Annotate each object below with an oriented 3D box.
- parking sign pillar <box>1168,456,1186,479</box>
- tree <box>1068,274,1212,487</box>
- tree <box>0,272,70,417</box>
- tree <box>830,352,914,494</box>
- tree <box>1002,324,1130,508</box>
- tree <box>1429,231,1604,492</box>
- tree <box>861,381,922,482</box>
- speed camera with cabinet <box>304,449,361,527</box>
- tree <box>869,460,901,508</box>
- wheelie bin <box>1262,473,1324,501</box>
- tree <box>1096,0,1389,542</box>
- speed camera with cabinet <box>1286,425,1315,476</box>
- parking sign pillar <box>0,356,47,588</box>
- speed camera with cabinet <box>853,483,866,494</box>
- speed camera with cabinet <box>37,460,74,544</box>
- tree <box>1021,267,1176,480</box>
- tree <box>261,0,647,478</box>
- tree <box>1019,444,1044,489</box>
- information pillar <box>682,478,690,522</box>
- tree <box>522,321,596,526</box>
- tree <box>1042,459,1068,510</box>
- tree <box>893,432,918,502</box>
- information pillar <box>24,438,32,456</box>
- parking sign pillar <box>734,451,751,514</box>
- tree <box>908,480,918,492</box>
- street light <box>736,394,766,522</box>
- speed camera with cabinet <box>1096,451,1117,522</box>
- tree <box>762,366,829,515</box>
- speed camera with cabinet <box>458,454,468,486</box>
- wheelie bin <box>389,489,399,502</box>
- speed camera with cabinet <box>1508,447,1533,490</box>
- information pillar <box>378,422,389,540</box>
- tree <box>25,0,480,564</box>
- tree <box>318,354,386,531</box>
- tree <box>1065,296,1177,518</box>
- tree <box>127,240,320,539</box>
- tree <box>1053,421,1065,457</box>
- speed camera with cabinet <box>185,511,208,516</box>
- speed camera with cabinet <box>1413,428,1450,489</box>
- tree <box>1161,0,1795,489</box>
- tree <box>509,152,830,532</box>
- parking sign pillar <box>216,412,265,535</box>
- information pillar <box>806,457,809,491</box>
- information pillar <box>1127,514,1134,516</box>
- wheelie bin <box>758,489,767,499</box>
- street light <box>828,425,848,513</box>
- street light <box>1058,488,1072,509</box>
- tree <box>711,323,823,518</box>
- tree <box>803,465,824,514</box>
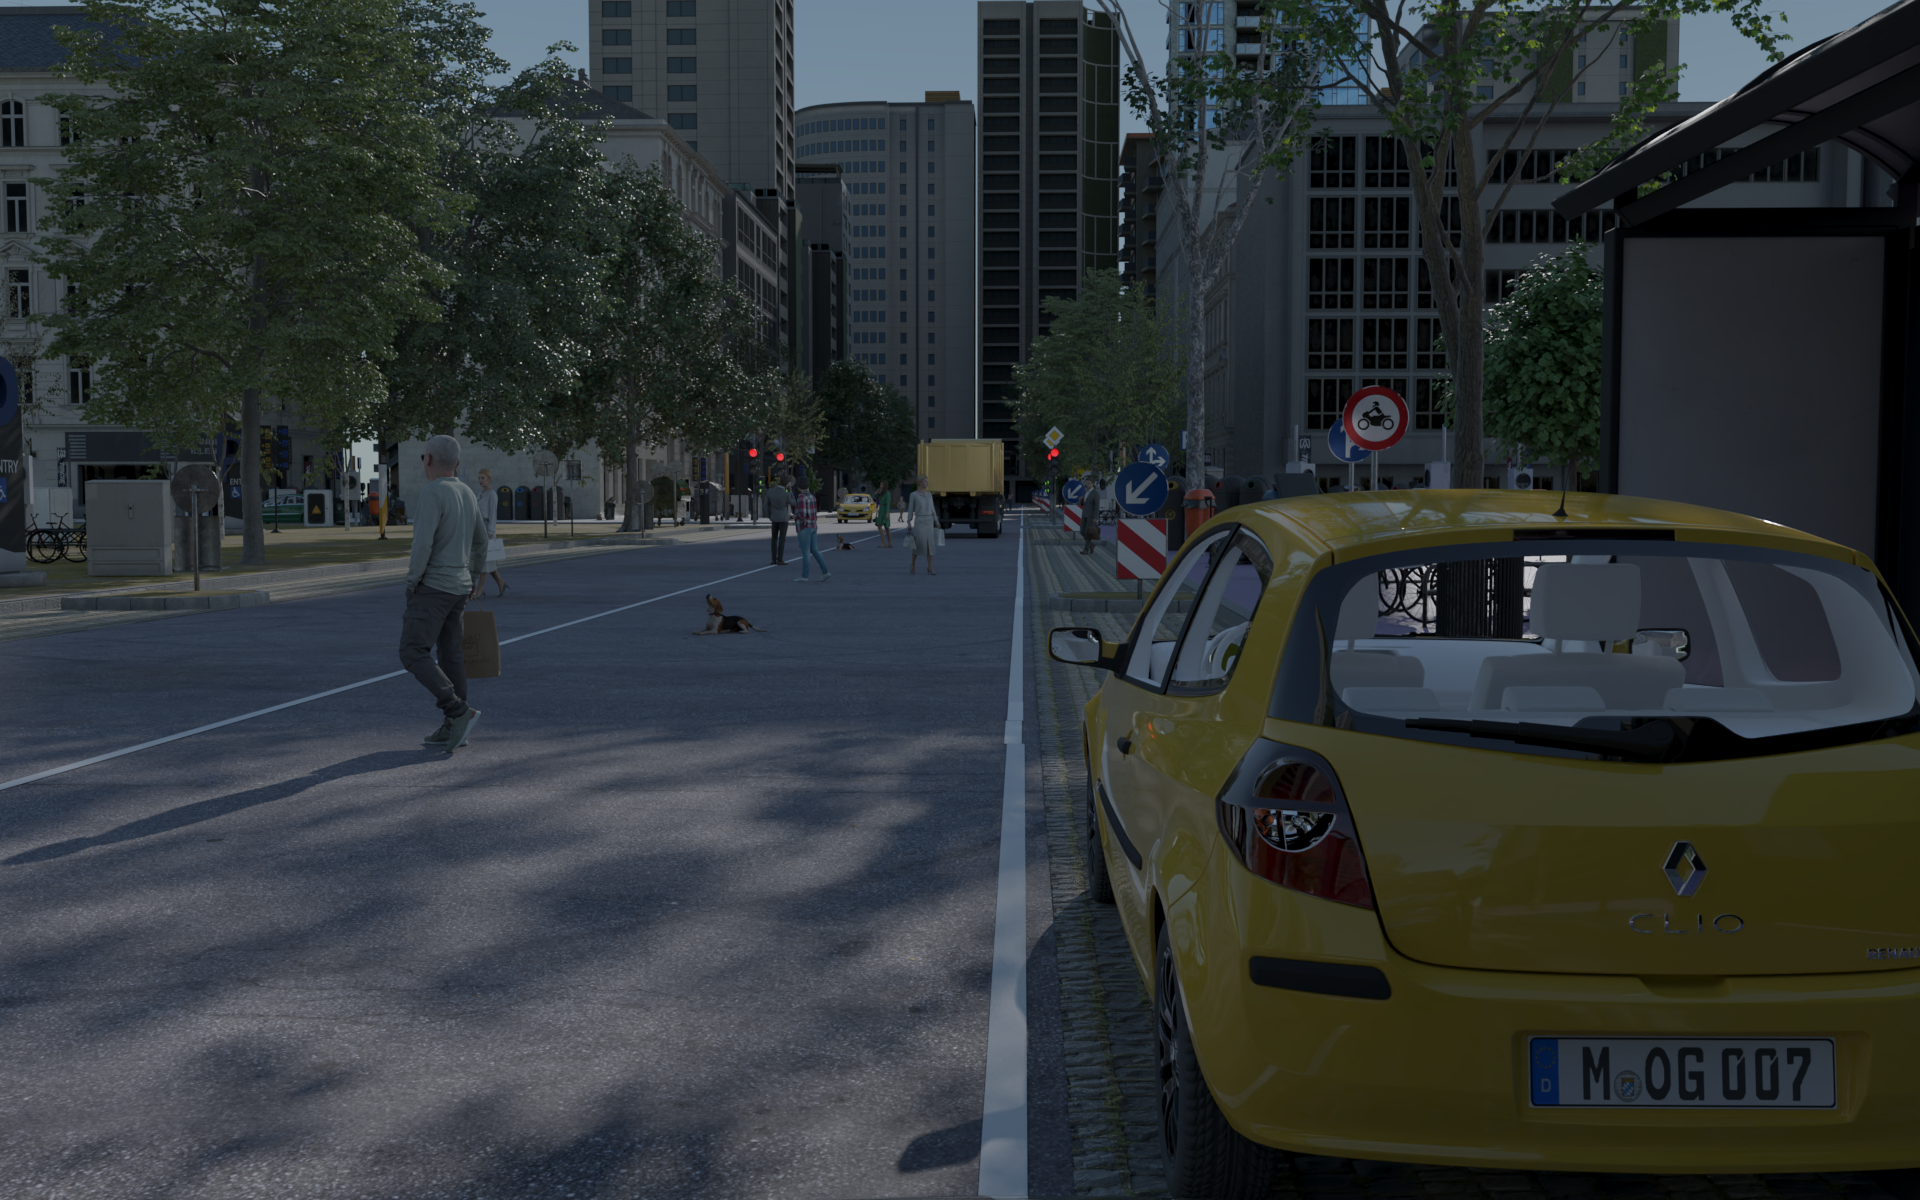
[{"bbox_3d":[13.424,-7.199,106.174,1.447,3.967,1.447,-2,4,-26],"label":"parking sign pillar"},{"bbox_3d":[6.027,-6.562,57.653,4.737,8.622,4.395,0,3,0],"label":"tree"},{"bbox_3d":[-31.240,-6.440,55.649,4.360,8.622,3.978,0,3,0],"label":"tree"},{"bbox_3d":[-8.915,-13.664,140.417,9.611,12.733,9.660,0,3,0],"label":"tree"},{"bbox_3d":[8.144,-13.244,123.189,9.857,13.997,8.962,0,3,0],"label":"tree"},{"bbox_3d":[7.747,-2.321,21.661,4.285,4.588,4.351,0,3,0],"label":"tree"},{"bbox_3d":[-7.209,-15.685,174.571,7.486,12.596,7.792,0,3,0],"label":"tree"},{"bbox_3d":[-24.435,-4.469,67.409,2.038,3.252,0.660,-1,4,-11],"label":"speed camera with cabinet"},{"bbox_3d":[-7.163,-11.024,163.957,4.285,4.588,4.351,0,3,0],"label":"tree"},{"bbox_3d":[4.987,-1.110,26.060,0.980,1.594,0.693,-1,4,-13],"label":"wheelie bin"},{"bbox_3d":[6.227,-10.950,34.929,12.611,20.169,13.585,0,3,0],"label":"tree"},{"bbox_3d":[9.205,-3.340,48.943,2.038,3.252,0.660,-3,5,-42],"label":"speed camera with cabinet"},{"bbox_3d":[-13.513,-2.171,23.961,1.447,3.967,1.447,0,4,-1],"label":"parking sign pillar"},{"bbox_3d":[-9.356,-9.823,154.946,2.038,3.252,0.660,-3,4,-38],"label":"speed camera with cabinet"},{"bbox_3d":[-22.984,-3.000,43.380,2.038,3.252,0.660,3,4,38],"label":"speed camera with cabinet"},{"bbox_3d":[6.901,-10.301,86.547,7.486,12.596,7.792,0,3,0],"label":"tree"},{"bbox_3d":[-12.507,-8.274,41.941,9.857,13.997,8.962,0,3,0],"label":"tree"},{"bbox_3d":[12.521,-18.943,226.729,9.611,12.733,9.660,0,3,0],"label":"tree"},{"bbox_3d":[-12.804,-4.675,80.927,0.304,2.012,0.304,-2,4,-24],"label":"information pillar"},{"bbox_3d":[-16.230,-7.267,69.170,4.360,8.622,3.978,0,3,0],"label":"tree"},{"bbox_3d":[9.047,-9.814,144.166,4.285,4.588,4.351,0,3,0],"label":"tree"},{"bbox_3d":[-6.353,-14.585,188.828,4.360,8.622,3.978,0,3,0],"label":"tree"},{"bbox_3d":[-38.856,-4.945,72.201,0.504,3.616,0.183,1,4,19],"label":"information pillar"},{"bbox_3d":[-13.913,-7.439,110.106,1.447,3.967,1.447,-2,4,-30],"label":"parking sign pillar"},{"bbox_3d":[-5.850,-14.389,229.858,1.663,3.219,1.824,0,3,0],"label":"tree"},{"bbox_3d":[-9.632,-6.564,79.864,1.470,5.913,1.316,0,4,2],"label":"street light"},{"bbox_3d":[6.402,-5.201,79.376,0.660,3.252,2.038,-2,4,-27],"label":"speed camera with cabinet"},{"bbox_3d":[-9.813,-9.188,100.585,4.360,8.622,3.978,0,3,0],"label":"tree"},{"bbox_3d":[-24.989,-5.637,86.507,0.660,3.252,2.038,-1,4,-21],"label":"speed camera with cabinet"},{"bbox_3d":[-34.645,-6.034,106.562,0.693,1.594,0.980,3,5,41],"label":"wheelie bin"},{"bbox_3d":[18.615,-3.992,59.612,2.038,3.252,0.660,0,4,-4],"label":"speed camera with cabinet"},{"bbox_3d":[-16.246,-3.509,48.721,0.183,3.616,0.504,0,4,-1],"label":"information pillar"},{"bbox_3d":[-12.598,-6.941,31.610,7.486,12.596,7.792,0,3,0],"label":"tree"},{"bbox_3d":[-21.513,-6.707,60.024,4.737,8.622,4.395,0,3,0],"label":"tree"},{"bbox_3d":[6.170,-7.030,65.301,4.360,8.622,3.978,0,3,0],"label":"tree"},{"bbox_3d":[-20.837,-6.019,48.768,4.737,8.622,4.395,0,3,0],"label":"tree"},{"bbox_3d":[8.111,-9.728,109.420,4.360,8.622,3.978,0,3,0],"label":"tree"},{"bbox_3d":[-36.970,-5.552,85.118,2.038,3.252,0.660,-1,4,-15],"label":"speed camera with cabinet"},{"bbox_3d":[13.540,-3.396,49.868,0.660,3.252,2.038,0,4,0],"label":"speed camera with cabinet"},{"bbox_3d":[4.260,-5.448,14.828,9.928,11.665,9.643,0,3,0],"label":"tree"},{"bbox_3d":[-11.114,-8.664,58.668,9.611,12.733,9.660,0,3,0],"label":"tree"},{"bbox_3d":[-22.660,-4.034,54.427,1.447,3.967,1.447,1,4,12],"label":"parking sign pillar"},{"bbox_3d":[-9.717,-7.268,110.193,0.183,3.616,0.504,0,4,5],"label":"information pillar"},{"bbox_3d":[7.121,-4.122,71.881,0.304,2.012,0.304,-1,4,-11],"label":"information pillar"},{"bbox_3d":[-12.752,-6.441,113.221,0.693,1.594,0.980,2,4,27],"label":"wheelie bin"},{"bbox_3d":[-8.278,-8.850,117.233,1.470,5.913,1.316,0,4,2],"label":"street light"},{"bbox_3d":[6.954,-8.791,116.276,1.470,5.913,1.316,0,4,2],"label":"street light"},{"bbox_3d":[-10.790,-9.671,92.534,7.601,10.594,8.767,0,4,-1],"label":"tree"},{"bbox_3d":[-9.820,-7.319,114.271,1.663,3.219,1.824,0,3,0],"label":"tree"}]
